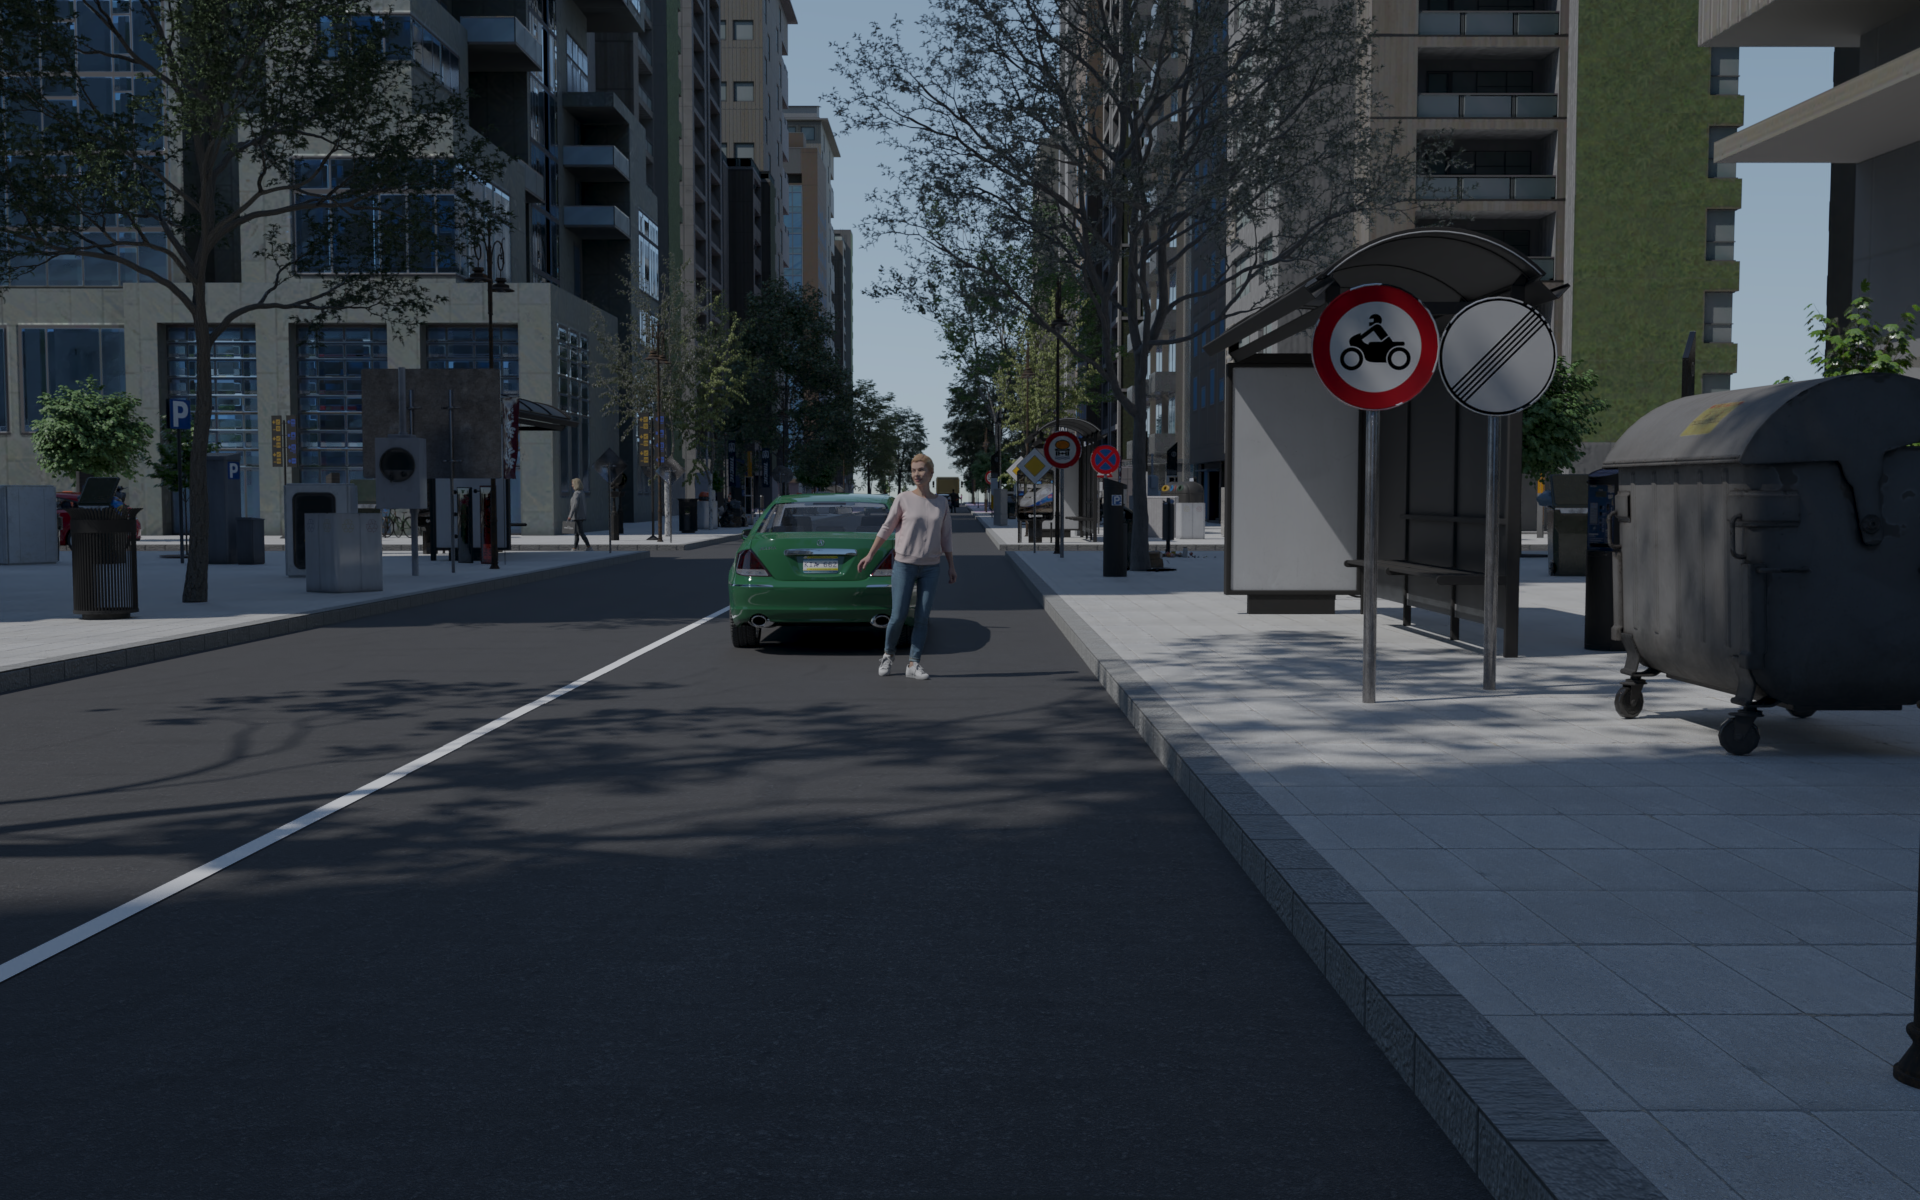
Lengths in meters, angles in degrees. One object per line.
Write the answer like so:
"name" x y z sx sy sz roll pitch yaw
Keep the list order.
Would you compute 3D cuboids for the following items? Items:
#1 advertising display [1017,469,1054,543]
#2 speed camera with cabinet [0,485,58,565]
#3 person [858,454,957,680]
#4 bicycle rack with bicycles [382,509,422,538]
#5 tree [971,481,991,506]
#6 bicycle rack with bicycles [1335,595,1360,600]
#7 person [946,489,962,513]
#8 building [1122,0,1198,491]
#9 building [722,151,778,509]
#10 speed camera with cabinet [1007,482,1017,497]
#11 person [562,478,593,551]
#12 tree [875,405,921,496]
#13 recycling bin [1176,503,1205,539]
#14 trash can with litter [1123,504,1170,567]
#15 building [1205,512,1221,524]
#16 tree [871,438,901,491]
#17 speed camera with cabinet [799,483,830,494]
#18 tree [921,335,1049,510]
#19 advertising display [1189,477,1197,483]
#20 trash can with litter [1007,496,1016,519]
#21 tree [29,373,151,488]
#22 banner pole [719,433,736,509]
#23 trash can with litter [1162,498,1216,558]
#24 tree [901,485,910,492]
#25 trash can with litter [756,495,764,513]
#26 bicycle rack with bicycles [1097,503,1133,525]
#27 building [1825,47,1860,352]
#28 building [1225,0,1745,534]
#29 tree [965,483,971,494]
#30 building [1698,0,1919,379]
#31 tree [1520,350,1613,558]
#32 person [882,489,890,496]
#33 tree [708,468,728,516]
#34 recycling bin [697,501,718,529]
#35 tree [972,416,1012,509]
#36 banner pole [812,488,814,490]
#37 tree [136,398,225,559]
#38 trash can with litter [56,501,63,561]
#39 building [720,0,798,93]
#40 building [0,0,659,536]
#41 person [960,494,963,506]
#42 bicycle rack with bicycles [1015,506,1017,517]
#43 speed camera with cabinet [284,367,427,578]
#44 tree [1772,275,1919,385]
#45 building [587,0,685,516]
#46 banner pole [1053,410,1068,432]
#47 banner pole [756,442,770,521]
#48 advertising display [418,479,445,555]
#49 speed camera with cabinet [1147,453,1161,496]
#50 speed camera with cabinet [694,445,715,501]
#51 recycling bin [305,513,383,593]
"advertising display" 1.967 -2.450 45.269 0.974 1.923 0.123 0 4 0
"speed camera with cabinet" -17.373 -2.249 31.104 0.660 3.252 2.038 2 4 30
"person" -0.455 -0.264 13.493 0.731 1.740 0.598 -2 4 -27
"bicycle rack with bicycles" -16.613 -2.329 51.461 2.852 0.926 2.925 -3 4 -37
"tree" 2.668 -12.138 193.054 1.663 3.219 1.824 0 3 0
"bicycle rack with bicycles" 5.462 -0.516 21.816 2.925 0.926 2.852 1 4 14
"person" -0.502 -7.518 131.449 1.348 1.821 0.705 0 4 -1
"building" 22.091 -29.672 104.752 23.786 49.044 30.456 0 3 0
"building" -23.427 -23.044 148.466 14.160 30.474 14.107 0 3 0
"speed camera with cabinet" 3.543 -7.409 115.466 0.660 3.252 2.038 3 5 45
"person" -8.933 -1.945 40.489 0.728 1.800 0.709 1 4 11
"tree" -8.548 -20.760 246.084 9.857 13.997 8.962 0 3 0
"recycling bin" 6.567 -2.250 49.347 0.722 1.027 0.722 0 4 -2
"trash can with litter" 3.127 -1.157 30.307 1.055 1.170 0.624 0 4 0
"building" 17.904 -25.962 74.586 14.600 45.320 14.200 0 3 0
"tree" -9.152 -15.874 209.895 4.360 8.622 3.978 0 3 0
"speed camera with cabinet" -9.479 -7.247 112.829 2.038 3.252 0.660 -2 4 -32
"tree" 2.669 -14.145 137.921 9.857 13.997 8.962 0 3 0
"advertising display" 8.623 -3.608 64.204 0.123 1.923 0.974 0 4 -2
"trash can with litter" 2.688 -4.719 88.538 0.624 1.170 1.055 -1 4 -11
"tree" -23.605 -3.877 47.097 4.285 4.588 4.351 0 3 0
"banner pole" -9.392 -4.926 70.565 0.863 3.779 0.401 3 5 42
"trash can with litter" 4.386 -1.510 35.752 1.678 1.210 2.233 0 4 4
"tree" -8.753 -17.339 278.094 1.663 3.219 1.824 0 3 0
"trash can with litter" -13.833 -6.642 119.656 1.678 1.210 2.233 0 4 2
"bicycle rack with bicycles" 6.172 -3.656 73.154 2.852 0.926 2.925 -3 4 -38
"building" 43.055 -26.670 59.759 21.600 48.544 21.300 0 3 0
"building" 17.213 -23.003 59.699 14.086 41.232 14.154 0 3 0
"tree" 1.522 -15.554 248.901 1.663 3.219 1.824 0 3 0
"building" 25.591 -26.016 14.595 28.713 52.752 27.495 0 3 0
"tree" 11.585 -3.168 35.514 4.285 4.588 4.351 0 3 0
"person" -5.728 -7.573 132.458 1.348 1.807 0.705 -1 4 -19
"tree" -14.021 -6.414 99.475 1.663 3.219 1.824 0 3 0
"recycling bin" -9.330 -3.095 63.160 0.722 1.027 0.722 3 4 37
"tree" 2.935 -13.609 172.864 4.360 8.622 3.978 0 3 0
"banner pole" -10.510 -7.978 120.453 0.863 3.779 0.401 -1 4 -12
"tree" -15.678 -2.456 34.752 1.663 3.219 1.824 0 3 0
"trash can with litter" -17.515 -1.301 32.665 1.055 1.170 0.624 0 4 1
"building" -31.046 -35.431 168.533 28.713 52.752 27.495 0 3 0
"building" -23.666 -46.076 66.013 22.319 86.520 31.000 0 3 0
"person" 0.104 -12.364 213.875 0.599 1.433 0.991 -1 4 -18
"bicycle rack with bicycles" 3.409 -5.138 97.393 2.925 0.926 2.852 -1 4 -10
"speed camera with cabinet" -9.367 -1.988 26.843 2.038 3.252 0.660 0 4 -6
"tree" 8.092 -1.271 15.379 1.663 3.219 1.824 0 3 0
"building" -23.802 -25.339 97.881 14.154 41.232 14.086 0 3 0
"banner pole" 2.965 -3.770 51.659 0.401 3.779 0.863 -2 4 -35
"banner pole" -9.406 -5.676 82.815 0.863 3.779 0.401 2 4 33
"advertising display" -11.328 -1.943 36.989 0.123 1.923 0.974 2 4 24
"speed camera with cabinet" 9.813 -5.546 85.010 2.038 3.252 0.660 -3 4 -36
"speed camera with cabinet" -10.401 -4.666 70.620 0.660 3.252 2.038 0 4 0
"recycling bin" -8.111 -0.627 22.803 0.722 1.027 0.722 3 4 37
